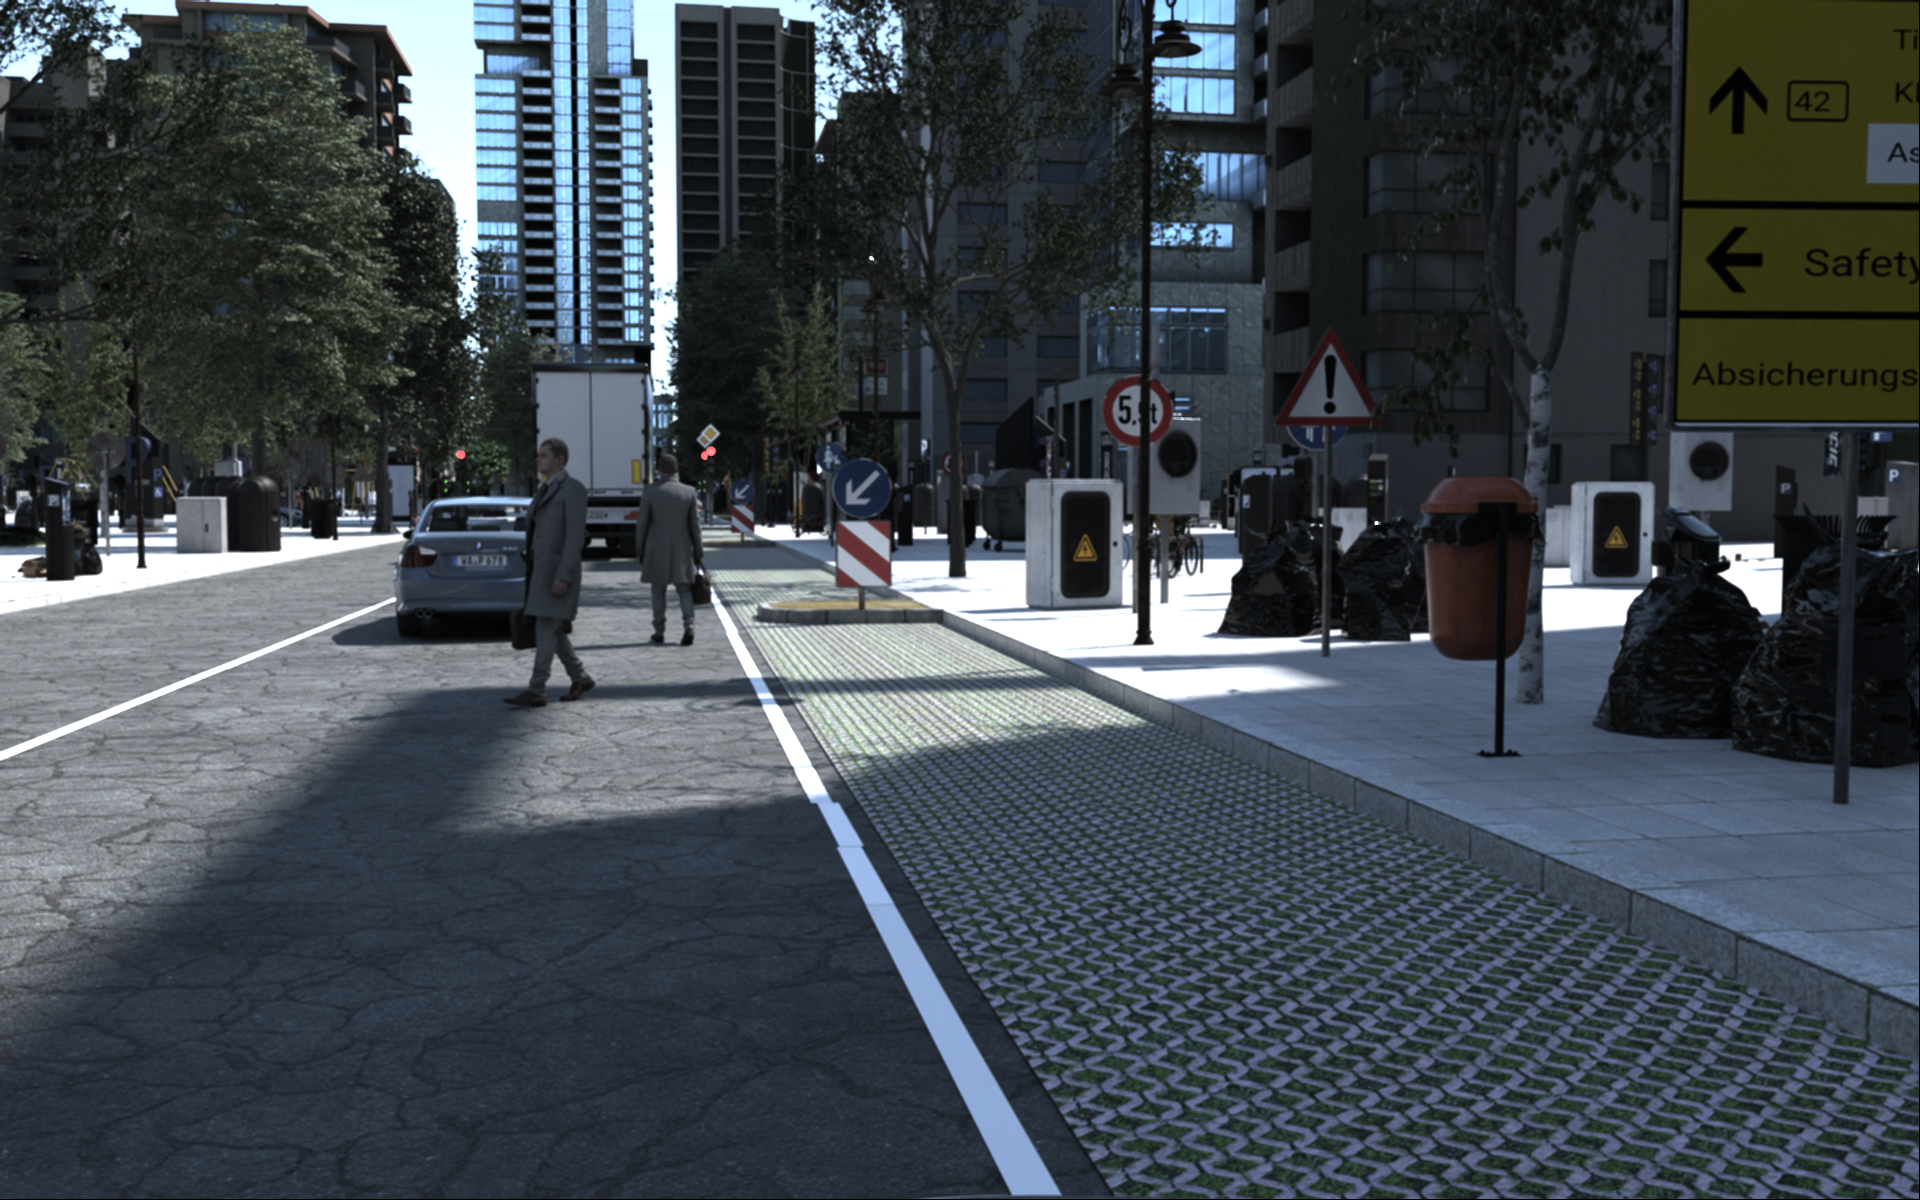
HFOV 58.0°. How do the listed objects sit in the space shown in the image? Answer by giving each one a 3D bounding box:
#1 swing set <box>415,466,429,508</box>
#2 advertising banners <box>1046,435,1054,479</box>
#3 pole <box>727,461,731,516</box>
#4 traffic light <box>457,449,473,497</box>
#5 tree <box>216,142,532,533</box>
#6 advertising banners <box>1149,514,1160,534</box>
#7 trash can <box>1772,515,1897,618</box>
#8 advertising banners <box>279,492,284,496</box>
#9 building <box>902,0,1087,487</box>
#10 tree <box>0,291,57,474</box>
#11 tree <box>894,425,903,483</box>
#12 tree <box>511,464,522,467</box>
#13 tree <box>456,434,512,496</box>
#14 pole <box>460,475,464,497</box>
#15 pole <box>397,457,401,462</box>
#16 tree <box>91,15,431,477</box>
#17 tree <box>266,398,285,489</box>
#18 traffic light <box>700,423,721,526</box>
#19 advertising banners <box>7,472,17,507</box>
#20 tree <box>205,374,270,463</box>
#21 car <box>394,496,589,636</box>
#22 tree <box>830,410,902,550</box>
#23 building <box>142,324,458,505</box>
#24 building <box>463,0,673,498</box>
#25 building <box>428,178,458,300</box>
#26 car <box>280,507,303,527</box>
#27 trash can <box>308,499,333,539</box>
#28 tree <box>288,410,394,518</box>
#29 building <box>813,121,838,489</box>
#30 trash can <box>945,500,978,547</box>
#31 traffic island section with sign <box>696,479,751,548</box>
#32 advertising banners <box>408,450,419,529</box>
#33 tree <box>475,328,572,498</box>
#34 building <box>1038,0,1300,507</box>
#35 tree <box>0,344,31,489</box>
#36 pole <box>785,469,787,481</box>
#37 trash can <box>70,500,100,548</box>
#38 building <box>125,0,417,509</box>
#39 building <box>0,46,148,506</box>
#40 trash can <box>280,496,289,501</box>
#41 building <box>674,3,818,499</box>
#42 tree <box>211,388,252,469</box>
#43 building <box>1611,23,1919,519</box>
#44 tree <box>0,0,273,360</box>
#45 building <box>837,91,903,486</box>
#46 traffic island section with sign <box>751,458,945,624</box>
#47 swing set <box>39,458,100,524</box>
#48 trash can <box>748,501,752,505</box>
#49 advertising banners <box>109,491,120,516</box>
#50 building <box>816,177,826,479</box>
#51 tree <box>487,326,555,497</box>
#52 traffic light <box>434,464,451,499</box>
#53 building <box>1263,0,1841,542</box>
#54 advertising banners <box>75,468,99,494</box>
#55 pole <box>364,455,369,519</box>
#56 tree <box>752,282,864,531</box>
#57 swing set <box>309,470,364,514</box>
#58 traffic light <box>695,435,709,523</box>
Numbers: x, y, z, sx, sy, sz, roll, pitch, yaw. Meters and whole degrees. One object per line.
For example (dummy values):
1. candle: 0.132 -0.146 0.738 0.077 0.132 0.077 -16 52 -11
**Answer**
1. swing set: -31.322 -6.174 98.559 2.862 2.851 3.119 -2 4 -35
2. advertising banners: 2.363 -3.432 52.300 0.090 3.025 2.074 -2 4 -23
3. pole: -13.581 -6.605 101.834 0.158 3.312 0.155 0 3 0
4. traffic light: -21.567 -5.269 75.070 0.839 4.253 0.868 -1 4 -10
5. tree: -18.961 -8.538 56.610 9.611 12.733 9.660 0 3 0
6. advertising banners: 6.611 -3.645 55.779 0.090 3.025 2.074 -3 5 -44
7. trash can: 5.849 0.001 11.630 0.748 1.137 0.748 0 3 0
8. advertising banners: -52.772 -8.559 136.135 0.090 3.025 2.074 1 4 21
9. building: 6.053 -36.169 133.364 21.231 58.520 28.212 -1 4 -10
10. tree: -49.641 -10.325 86.939 7.486 12.596 7.792 0 3 0
11. tree: -5.939 -12.329 151.937 4.737 8.622 4.395 0 3 0
12. tree: -34.856 -12.784 143.425 7.601 10.594 8.767 1 4 10
13. tree: -26.140 -6.808 95.022 4.285 4.588 4.351 0 3 0
14. pole: -21.841 -5.019 75.909 0.158 3.312 0.155 0 3 0
15. pole: -28.160 -5.701 87.061 0.158 3.312 0.155 0 3 0
16. tree: -16.685 -7.548 41.533 7.486 12.596 7.792 0 3 0
17. tree: -45.490 -9.772 110.134 4.737 8.622 4.395 0 3 0
18. traffic light: -9.941 -4.898 69.001 0.839 4.253 0.868 -1 4 -10
19. advertising banners: -75.653 -8.740 139.087 2.074 3.025 0.090 -1 4 -19
20. tree: -42.439 -9.272 101.959 4.360 8.622 3.978 0 3 0
21. car: -5.090 -0.423 18.920 2.014 1.417 4.499 -1 4 -11
22. tree: -1.912 -2.765 39.806 1.663 3.219 1.824 0 3 0
23. building: -71.701 -21.268 192.770 28.899 21.520 27.650 -1 4 -10
24. building: -58.058 -57.528 253.261 31.000 86.520 22.319 -1 4 -10
25. building: -84.421 -38.321 250.252 21.600 48.544 21.300 -1 4 -10
26. car: -29.096 -3.585 70.625 4.499 1.417 2.014 -1 4 -10
27. trash can: -18.316 -2.328 49.710 0.748 1.137 0.748 0 3 0
28. tree: -32.899 -8.673 92.171 4.737 8.622 4.395 0 3 0
29. building: -5.511 -33.486 202.118 22.147 44.769 28.867 -1 4 -10
30. trash can: -0.001 -1.848 41.867 0.748 1.137 0.748 0 3 0
31. traffic island section with sign: -6.044 -2.345 46.965 1.989 1.847 2.006 -1 4 -10
32. advertising banners: -20.177 -4.152 64.074 0.090 3.025 2.074 0 4 -7
33. tree: -33.391 -13.803 132.338 9.857 13.997 8.962 0 3 0
34. building: 20.724 -48.430 104.499 31.000 86.520 22.319 -1 4 -10
35. tree: -44.216 -7.848 78.682 4.360 8.622 3.978 0 3 0
36. pole: -10.239 -6.614 101.987 0.158 3.312 0.155 0 3 0
37. trash can: -21.031 -1.829 41.551 0.748 1.137 0.748 0 3 0
38. building: -62.227 -30.815 158.443 22.147 44.769 28.867 -1 4 -10
39. building: -96.988 -34.635 189.983 21.600 48.544 21.300 -1 4 -10
40. trash can: -45.132 -6.362 115.664 0.748 1.137 0.748 0 3 0
41. building: -31.730 -50.116 257.648 20.611 71.187 20.563 -1 4 -10
42. tree: -35.049 -7.855 78.793 4.737 8.622 4.395 0 3 0
43. building: 51.410 -20.574 108.088 14.107 30.474 14.160 -1 4 -10
44. tree: -13.621 -5.402 22.738 7.601 10.594 8.767 1 4 12
45. building: -5.919 -30.382 180.339 14.154 41.232 14.086 -1 4 -10
46. traffic island section with sign: -1.313 -0.690 19.902 1.989 1.847 2.006 -1 4 -10
47. swing set: -39.087 -4.787 75.892 2.862 2.851 3.119 -1 4 -18
48. trash can: -10.609 -4.747 89.272 0.748 1.137 0.748 0 3 0
49. advertising banners: -49.069 -6.424 101.217 0.090 3.025 2.074 1 4 20
50. building: -8.171 -41.440 266.777 27.495 52.752 28.713 -1 4 -10
51. tree: -30.216 -12.167 117.058 7.486 12.596 7.792 0 3 0
52. traffic light: -20.195 -4.788 67.203 0.839 4.253 0.868 -1 4 -10
53. building: 16.448 -17.128 51.744 14.160 30.474 14.107 -1 4 -10
54. advertising banners: -57.724 -7.280 115.220 2.074 3.025 0.090 -3 5 -44
55. pole: -30.647 -5.845 89.413 0.158 3.312 0.155 0 3 0
56. tree: -5.348 -6.680 59.580 4.737 8.622 4.395 0 3 0
57. swing set: -40.288 -6.959 111.407 3.119 2.851 2.862 -2 4 -35
58. traffic light: -11.313 -5.379 76.868 0.839 4.253 0.868 -1 4 -10
